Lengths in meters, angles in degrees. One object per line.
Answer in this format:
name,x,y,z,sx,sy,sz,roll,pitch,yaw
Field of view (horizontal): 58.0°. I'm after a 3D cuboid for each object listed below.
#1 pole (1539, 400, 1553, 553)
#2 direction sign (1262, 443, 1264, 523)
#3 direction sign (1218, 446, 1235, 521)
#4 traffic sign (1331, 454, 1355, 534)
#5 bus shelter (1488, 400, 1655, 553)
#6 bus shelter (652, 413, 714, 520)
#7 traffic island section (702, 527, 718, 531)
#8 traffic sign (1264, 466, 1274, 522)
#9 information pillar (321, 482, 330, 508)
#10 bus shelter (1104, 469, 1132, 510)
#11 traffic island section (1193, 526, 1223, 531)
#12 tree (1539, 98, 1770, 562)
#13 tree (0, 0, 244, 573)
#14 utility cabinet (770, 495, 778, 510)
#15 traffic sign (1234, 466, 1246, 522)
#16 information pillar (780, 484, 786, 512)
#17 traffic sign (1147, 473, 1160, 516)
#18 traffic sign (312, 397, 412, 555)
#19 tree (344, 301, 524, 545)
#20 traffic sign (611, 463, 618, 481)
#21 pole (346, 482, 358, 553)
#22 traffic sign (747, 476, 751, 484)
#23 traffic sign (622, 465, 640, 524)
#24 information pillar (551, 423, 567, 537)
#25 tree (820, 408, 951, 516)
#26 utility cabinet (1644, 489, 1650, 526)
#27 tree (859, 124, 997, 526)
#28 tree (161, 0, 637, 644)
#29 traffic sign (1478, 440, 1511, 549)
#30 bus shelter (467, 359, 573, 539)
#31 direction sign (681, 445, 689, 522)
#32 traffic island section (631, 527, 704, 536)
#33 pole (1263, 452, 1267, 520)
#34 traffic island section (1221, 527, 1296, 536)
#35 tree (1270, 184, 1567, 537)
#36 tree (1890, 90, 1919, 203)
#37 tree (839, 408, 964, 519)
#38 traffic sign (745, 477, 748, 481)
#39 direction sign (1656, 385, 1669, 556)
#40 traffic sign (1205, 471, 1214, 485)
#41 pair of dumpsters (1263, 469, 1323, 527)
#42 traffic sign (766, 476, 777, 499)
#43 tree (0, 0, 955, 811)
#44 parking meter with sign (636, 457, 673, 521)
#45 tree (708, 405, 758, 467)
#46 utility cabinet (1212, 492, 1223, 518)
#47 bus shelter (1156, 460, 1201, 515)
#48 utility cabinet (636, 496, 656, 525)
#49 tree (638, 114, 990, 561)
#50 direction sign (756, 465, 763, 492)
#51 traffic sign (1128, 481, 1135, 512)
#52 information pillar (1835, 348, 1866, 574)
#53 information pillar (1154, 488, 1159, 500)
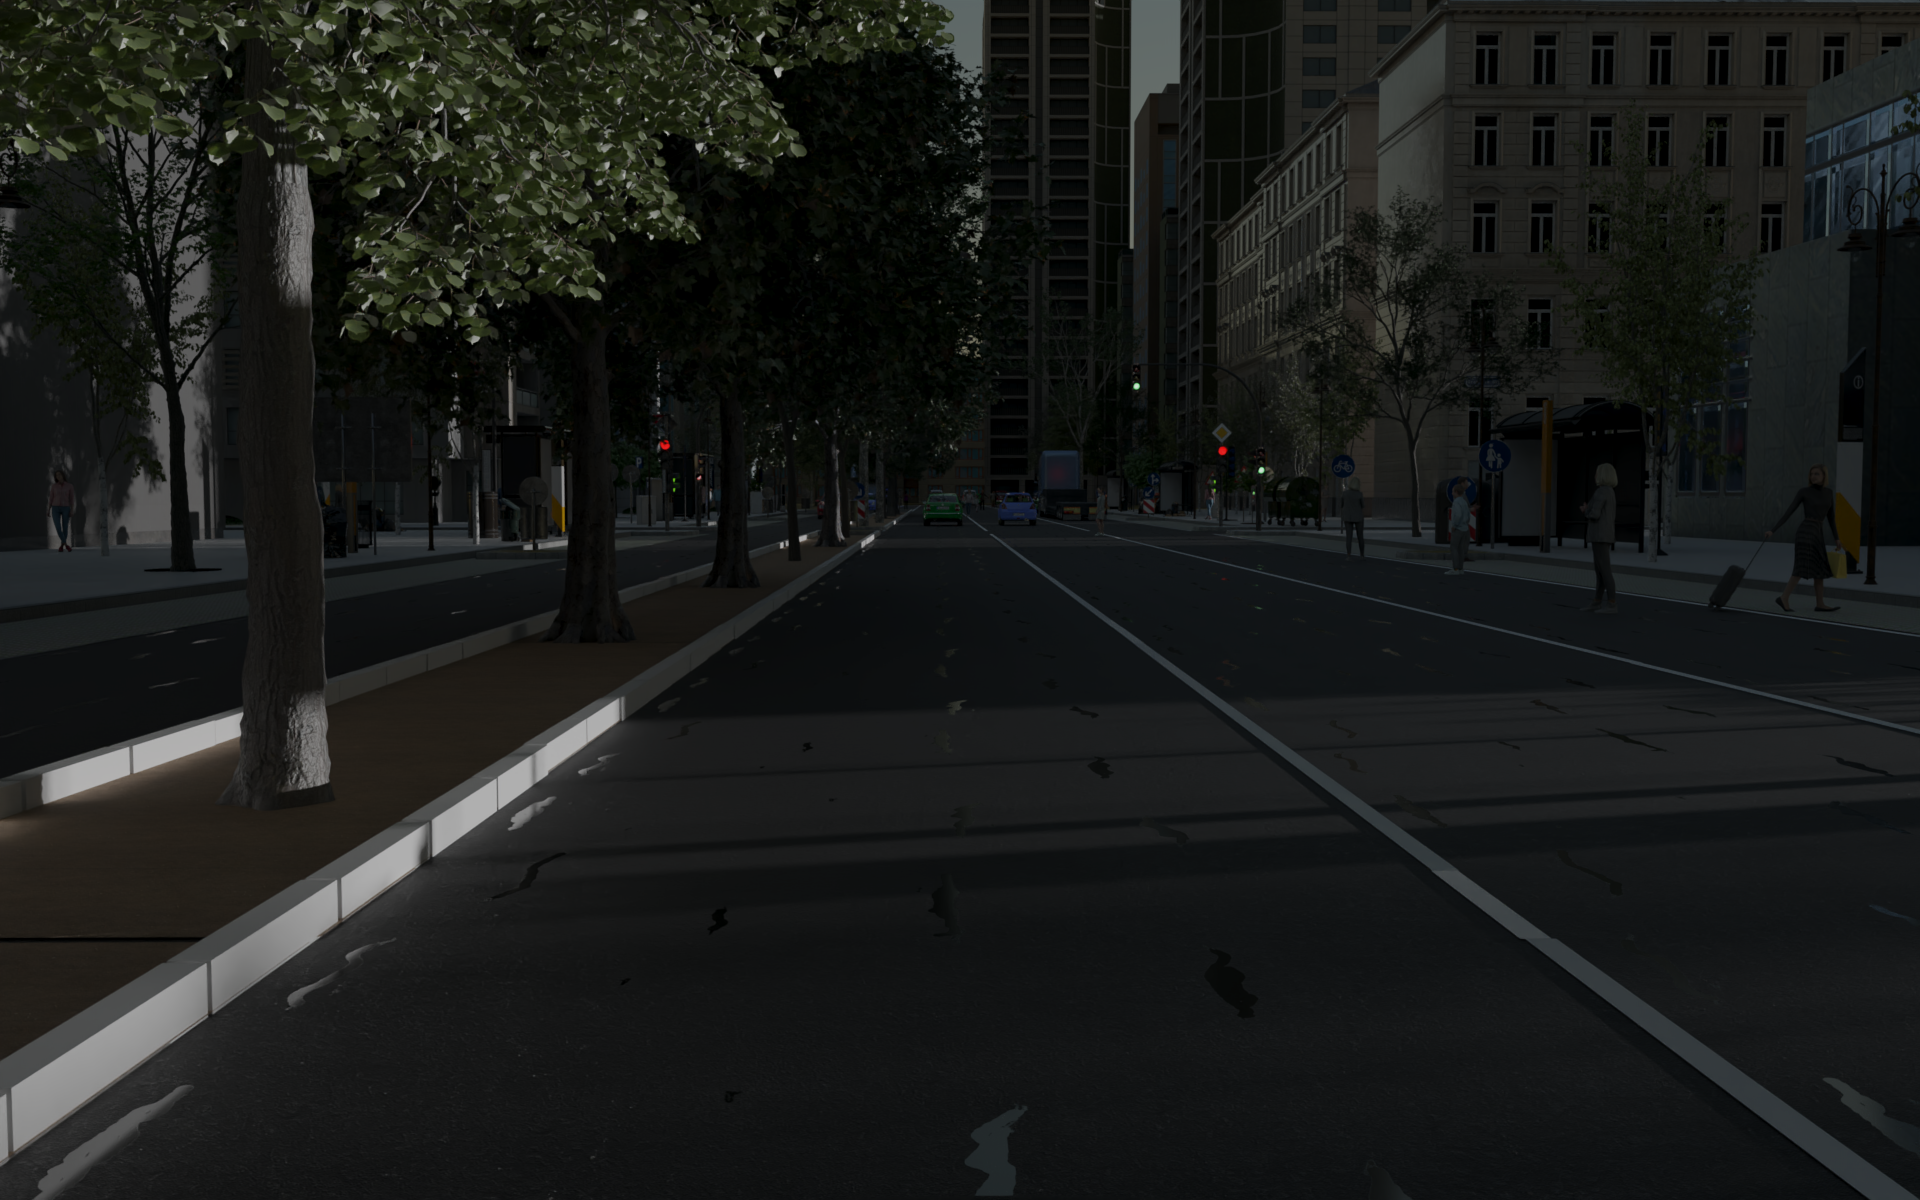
pole,12.764,-2.682,37.701,0.158,3.312,0.155,0,3,0
direction sign,13.285,-5.175,76.615,0.379,3.537,0.876,0,4,-5
direction sign,12.685,-5.533,82.469,0.876,3.537,0.379,-1,4,-19
traffic sign,12.315,-3.404,55.767,0.768,2.556,0.104,0,4,4
bus shelter,14.068,-2.819,40.019,2.014,3.302,5.546,0,4,-1
bus shelter,-14.281,-6.808,88.948,2.179,5.291,8.768,0,4,-1
traffic island section,-10.306,-2.810,68.218,2.009,0.180,2.903,0,4,-1
traffic sign,14.086,-4.877,79.849,0.768,2.556,0.104,0,4,7
information pillar,-24.833,-4.673,67.752,0.183,3.616,0.504,1,4,10
bus shelter,12.957,-8.981,140.761,2.014,3.302,5.546,0,4,-1
traffic island section,10.334,-2.826,68.489,2.009,0.180,2.903,0,4,-1
tree,12.966,-5.006,32.218,4.737,8.622,4.395,0,3,0
tree,-13.059,-6.279,28.418,9.928,11.665,9.643,0,3,0
utility cabinet,-15.112,-7.888,140.132,0.306,1.237,1.020,2,4,26
traffic sign,13.068,-4.878,79.755,0.884,2.594,0.081,0,4,6
information pillar,-12.577,-7.247,122.978,0.304,2.012,0.304,-1,4,-22
traffic sign,11.581,-6.328,103.571,0.768,2.556,0.104,0,4,0
traffic sign,-12.623,-2.598,36.355,2.265,3.308,0.079,0,4,3
tree,-12.524,-5.726,43.980,4.360,8.622,3.978,0,3,0
traffic sign,-14.390,-4.339,71.041,0.768,2.556,0.104,0,4,5
pole,-13.204,-2.674,37.569,0.158,3.312,0.155,0,3,0
traffic sign,-14.218,-7.020,114.887,0.768,2.556,0.104,0,4,0
traffic sign,-14.324,-4.607,75.427,0.768,2.556,0.104,0,4,0
information pillar,-12.026,-3.698,51.812,0.504,3.616,0.183,3,4,37
tree,-4.462,-12.349,111.024,9.857,13.997,8.962,0,3,0
utility cabinet,27.662,-3.743,69.884,0.318,1.500,1.173,2,4,28
tree,-5.204,-13.928,86.069,12.611,20.169,13.585,0,3,0
tree,-3.600,-5.947,16.691,9.611,12.733,9.660,0,3,0
traffic sign,12.482,-2.472,40.523,0.768,2.556,0.104,0,4,1
bus shelter,-13.688,-4.683,54.196,2.179,5.291,8.768,0,4,-1
direction sign,-12.770,-5.402,80.327,0.379,3.537,0.876,-1,4,-15
traffic island section,-10.199,-2.321,60.234,2.009,0.180,2.903,0,4,-1
pole,14.864,-5.533,84.307,0.158,3.312,0.155,0,3,0
traffic island section,10.441,-2.338,60.505,2.009,0.180,2.903,0,4,-1
tree,13.644,-7.167,51.591,8.767,10.594,7.601,0,4,4
tree,12.904,-4.234,19.587,4.737,8.622,4.395,0,3,0
tree,-4.381,-11.429,99.695,12.009,13.543,11.850,0,3,0
traffic sign,-14.389,-6.990,114.393,0.768,2.556,0.104,1,4,9
direction sign,14.602,-2.697,36.092,0.379,3.537,0.876,1,4,8
traffic sign,14.305,-6.002,98.134,0.884,2.594,0.081,0,4,5
pair of dumpsters,13.434,-4.120,69.861,1.574,2.255,4.437,0,4,-1
traffic sign,-13.563,-7.613,124.570,0.768,2.556,0.104,0,4,6
tree,-3.244,-5.351,8.067,7.486,12.596,7.792,0,3,0
parking meter with sign,-14.361,-5.216,81.537,1.738,3.016,0.543,-3,5,-43
tree,-13.668,-9.639,107.955,4.737,8.622,4.395,0,3,0
utility cabinet,13.587,-5.051,91.265,0.318,1.500,1.173,1,4,23
bus shelter,13.292,-6.840,105.752,2.014,3.302,5.546,0,4,-1
utility cabinet,-13.157,-3.763,72.692,0.306,1.237,1.020,2,4,26
tree,-3.503,-6.120,36.931,8.767,10.594,7.601,0,4,-1
direction sign,-13.609,-7.677,117.522,0.379,3.537,0.876,1,4,21
traffic sign,12.309,-7.499,122.721,0.768,2.556,0.104,1,4,9
information pillar,14.254,-2.224,27.723,0.504,3.616,0.183,-1,4,-23
information pillar,13.334,-7.774,118.454,0.504,3.616,0.183,1,4,21
